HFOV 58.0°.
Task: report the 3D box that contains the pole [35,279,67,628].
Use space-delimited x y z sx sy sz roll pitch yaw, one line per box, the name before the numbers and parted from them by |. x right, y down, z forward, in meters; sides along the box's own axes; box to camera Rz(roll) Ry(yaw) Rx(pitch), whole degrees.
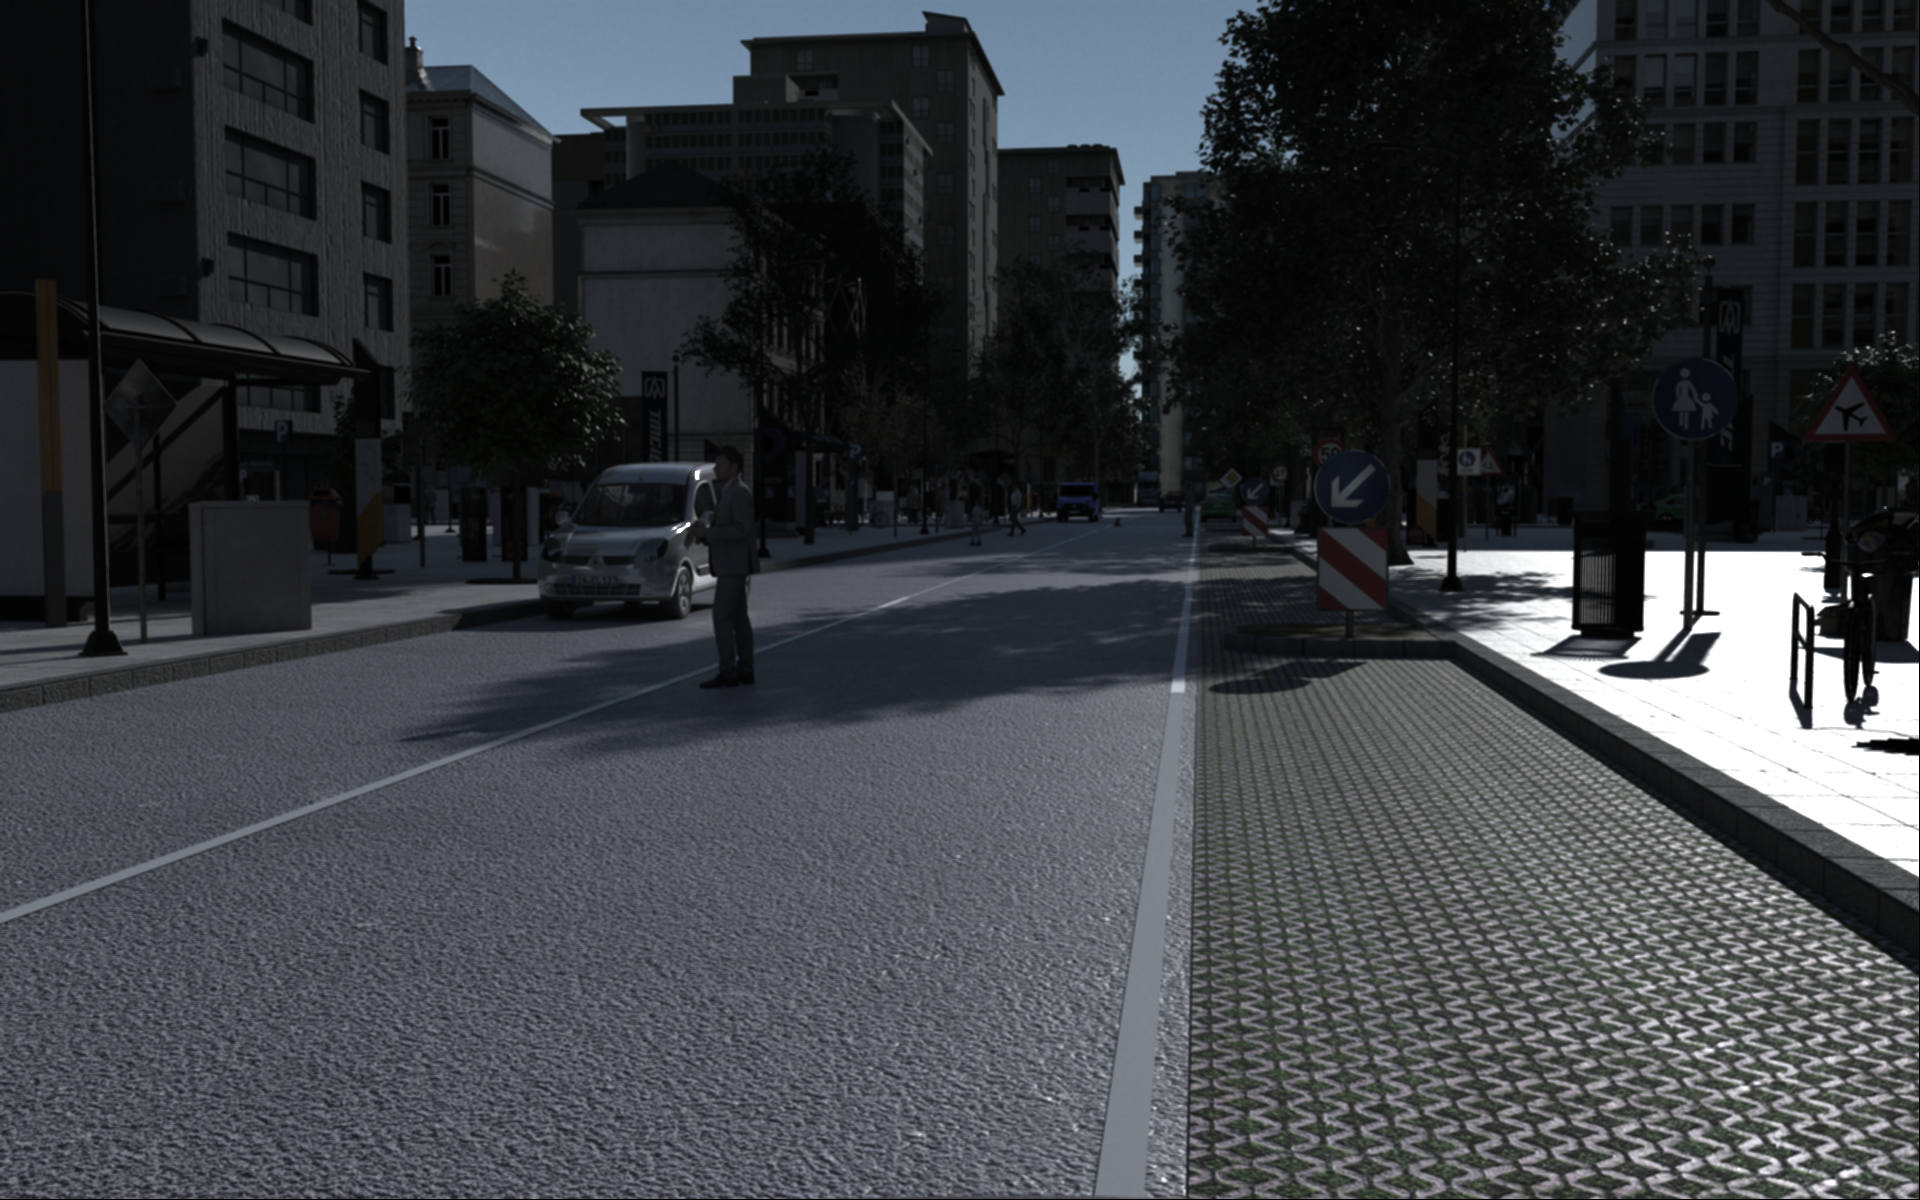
pole | -8.706 -1.391 16.581 0.158 3.312 0.155 0 3 0

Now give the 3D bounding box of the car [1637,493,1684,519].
car | 28.530 -3.558 66.966 4.718 1.807 1.959 1 4 9

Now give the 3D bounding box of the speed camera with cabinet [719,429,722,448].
speed camera with cabinet | -7.872 -3.589 53.011 0.660 3.252 2.038 -3 5 -42

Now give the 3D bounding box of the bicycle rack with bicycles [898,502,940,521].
bicycle rack with bicycles | -2.242 -4.248 82.837 2.925 0.926 2.852 0 4 5

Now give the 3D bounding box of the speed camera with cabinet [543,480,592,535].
speed camera with cabinet | -12.324 -3.685 54.579 2.038 3.252 0.660 1 4 12

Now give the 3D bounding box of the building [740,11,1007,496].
building | -10.120 -37.339 199.723 27.495 52.752 28.713 0 4 8

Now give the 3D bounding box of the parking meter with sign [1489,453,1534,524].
parking meter with sign | 23.327 -4.711 73.281 1.738 3.016 0.543 2 4 26

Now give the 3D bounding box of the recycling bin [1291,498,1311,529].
recycling bin | 12.568 -3.099 63.225 0.722 1.027 0.722 -2 4 -33

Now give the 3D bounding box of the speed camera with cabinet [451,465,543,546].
speed camera with cabinet | -11.486 -2.964 42.796 2.038 3.252 0.660 1 4 10

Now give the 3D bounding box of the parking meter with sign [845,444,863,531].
parking meter with sign | -3.782 -3.944 60.746 0.543 3.016 1.738 -1 4 -11

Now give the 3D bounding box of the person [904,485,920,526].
person | -2.045 -3.888 72.249 0.709 1.800 0.728 1 4 23

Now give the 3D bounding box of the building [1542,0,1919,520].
building | 46.123 -18.970 87.651 29.804 29.767 11.434 0 4 8

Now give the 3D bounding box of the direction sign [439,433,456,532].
direction sign | -17.085 -4.034 57.948 0.876 3.537 0.379 0 4 -7

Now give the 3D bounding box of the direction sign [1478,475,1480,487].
direction sign | 29.993 -6.613 100.123 0.379 3.537 0.876 1 4 13

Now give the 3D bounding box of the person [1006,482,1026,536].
person | 1.906 -3.105 59.363 0.850 1.850 0.679 -2 4 -29

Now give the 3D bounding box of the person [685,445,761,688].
person | -1.796 -0.262 12.981 0.583 1.804 0.606 -1 4 -21

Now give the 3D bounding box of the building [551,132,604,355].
building | -45.233 -34.323 211.292 14.200 45.320 14.600 0 4 8

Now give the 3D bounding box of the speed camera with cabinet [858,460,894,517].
speed camera with cabinet | -4.618 -6.225 96.120 2.038 3.252 0.660 -1 4 -23

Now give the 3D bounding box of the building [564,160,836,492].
building | -14.319 -14.421 100.408 10.561 19.102 19.286 0 4 8

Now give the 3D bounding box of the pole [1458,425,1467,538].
pole | 14.757 -3.488 50.876 0.158 3.312 0.155 0 3 0

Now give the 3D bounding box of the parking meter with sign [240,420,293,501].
parking meter with sign | -16.391 -2.690 40.240 0.543 3.016 1.738 2 4 32

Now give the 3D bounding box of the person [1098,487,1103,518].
person | 8.157 -5.782 103.023 0.713 1.824 0.794 -2 4 -31

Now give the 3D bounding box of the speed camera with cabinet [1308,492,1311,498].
speed camera with cabinet | 30.518 -9.305 146.470 2.038 3.252 0.660 -1 4 -15

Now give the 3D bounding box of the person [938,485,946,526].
person | -0.640 -3.720 69.448 0.709 1.813 0.853 1 4 12

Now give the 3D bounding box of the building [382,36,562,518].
building | -37.096 -18.496 99.669 25.104 27.353 12.463 0 4 8

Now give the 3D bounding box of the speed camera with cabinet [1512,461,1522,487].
speed camera with cabinet | 33.123 -6.679 103.543 0.660 3.252 2.038 2 4 27

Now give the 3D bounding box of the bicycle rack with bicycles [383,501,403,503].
bicycle rack with bicycles | -39.894 -6.341 117.063 2.925 0.926 2.852 2 4 32

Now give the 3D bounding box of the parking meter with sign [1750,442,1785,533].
parking meter with sign | 27.093 -3.806 58.482 0.543 3.016 1.738 0 4 -3

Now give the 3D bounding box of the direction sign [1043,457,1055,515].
direction sign | 5.450 -6.967 105.903 0.876 3.537 0.379 3 5 41

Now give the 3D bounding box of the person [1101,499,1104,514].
person | 10.134 -7.098 125.227 0.598 1.740 0.731 2 4 27

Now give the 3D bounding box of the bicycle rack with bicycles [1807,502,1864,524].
bicycle rack with bicycles | 36.961 -3.708 74.012 2.925 0.926 2.852 -1 4 -19

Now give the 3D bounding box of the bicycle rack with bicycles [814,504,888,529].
bicycle rack with bicycles | -4.423 -3.086 63.832 2.925 0.926 2.852 1 4 22

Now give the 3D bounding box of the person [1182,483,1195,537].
person | 7.656 -3.014 57.874 0.391 1.810 0.635 0 4 -5

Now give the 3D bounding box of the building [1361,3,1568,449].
building | 53.432 -52.672 173.863 22.319 86.520 31.000 0 4 8

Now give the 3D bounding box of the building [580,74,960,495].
building | -16.552 -28.924 164.793 32.217 40.220 23.993 0 4 8

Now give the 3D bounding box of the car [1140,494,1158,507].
car | 20.750 -10.902 190.242 2.014 1.417 4.499 0 4 8

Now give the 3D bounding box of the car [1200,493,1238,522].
car | 13.270 -4.888 88.718 1.959 1.807 4.718 1 4 9

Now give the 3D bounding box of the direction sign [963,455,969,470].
direction sign | 0.632 -6.640 100.554 0.876 3.537 0.379 1 4 13

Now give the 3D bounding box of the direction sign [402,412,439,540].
direction sign | -15.021 -3.423 47.968 0.379 3.537 0.876 3 5 40

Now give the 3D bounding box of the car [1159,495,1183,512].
car | 16.853 -7.703 138.525 1.945 1.354 3.894 1 4 9

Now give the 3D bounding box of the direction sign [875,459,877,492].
direction sign | -4.738 -6.475 97.861 0.379 3.537 0.876 -1 4 -10

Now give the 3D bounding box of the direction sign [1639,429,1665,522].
direction sign | 24.129 -4.188 60.463 0.876 3.537 0.379 0 4 -3

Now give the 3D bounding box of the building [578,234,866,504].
building | -15.107 -15.368 118.714 16.820 18.784 16.811 0 4 8

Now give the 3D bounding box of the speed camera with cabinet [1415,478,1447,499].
speed camera with cabinet | 25.727 -6.101 94.090 0.660 3.252 2.038 -3 4 -38

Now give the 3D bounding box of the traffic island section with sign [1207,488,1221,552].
traffic island section with sign | 7.195 -2.104 43.031 1.989 1.847 2.006 0 4 8

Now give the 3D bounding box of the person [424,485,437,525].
person | -22.160 -3.887 72.226 0.590 1.801 0.661 2 4 29

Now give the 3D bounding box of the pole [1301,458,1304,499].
pole | 18.474 -6.098 93.545 0.158 3.312 0.155 0 3 0

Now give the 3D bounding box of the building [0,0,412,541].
building | -23.601 -16.863 47.413 14.107 30.474 14.160 0 4 8

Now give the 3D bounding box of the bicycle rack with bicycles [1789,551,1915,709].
bicycle rack with bicycles | 6.424 0.151 10.906 2.852 0.926 2.925 2 4 24

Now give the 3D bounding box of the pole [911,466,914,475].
pole | -3.416 -8.017 124.926 0.158 3.312 0.155 0 3 0

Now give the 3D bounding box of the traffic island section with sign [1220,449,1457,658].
traffic island section with sign | 3.464 -0.456 16.086 1.989 1.847 2.006 0 4 8

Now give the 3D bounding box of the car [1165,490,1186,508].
car | 22.614 -10.576 181.592 2.281 1.827 5.304 0 4 8

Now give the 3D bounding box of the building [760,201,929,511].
building | -9.832 -18.976 139.929 12.332 23.373 15.834 0 4 8

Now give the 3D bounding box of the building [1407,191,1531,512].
building | 42.220 -19.358 134.528 12.078 24.808 19.932 0 4 8

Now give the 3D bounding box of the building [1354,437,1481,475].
building | 52.436 -33.521 198.180 14.600 45.320 14.200 0 4 8

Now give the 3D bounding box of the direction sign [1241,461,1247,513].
direction sign | 19.549 -7.772 119.066 0.379 3.537 0.876 2 4 28

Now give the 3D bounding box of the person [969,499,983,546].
person | 0.434 -2.158 48.055 0.394 1.301 0.425 2 4 28

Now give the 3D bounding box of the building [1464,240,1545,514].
building | 42.301 -15.179 115.626 16.820 18.784 16.811 0 4 8
